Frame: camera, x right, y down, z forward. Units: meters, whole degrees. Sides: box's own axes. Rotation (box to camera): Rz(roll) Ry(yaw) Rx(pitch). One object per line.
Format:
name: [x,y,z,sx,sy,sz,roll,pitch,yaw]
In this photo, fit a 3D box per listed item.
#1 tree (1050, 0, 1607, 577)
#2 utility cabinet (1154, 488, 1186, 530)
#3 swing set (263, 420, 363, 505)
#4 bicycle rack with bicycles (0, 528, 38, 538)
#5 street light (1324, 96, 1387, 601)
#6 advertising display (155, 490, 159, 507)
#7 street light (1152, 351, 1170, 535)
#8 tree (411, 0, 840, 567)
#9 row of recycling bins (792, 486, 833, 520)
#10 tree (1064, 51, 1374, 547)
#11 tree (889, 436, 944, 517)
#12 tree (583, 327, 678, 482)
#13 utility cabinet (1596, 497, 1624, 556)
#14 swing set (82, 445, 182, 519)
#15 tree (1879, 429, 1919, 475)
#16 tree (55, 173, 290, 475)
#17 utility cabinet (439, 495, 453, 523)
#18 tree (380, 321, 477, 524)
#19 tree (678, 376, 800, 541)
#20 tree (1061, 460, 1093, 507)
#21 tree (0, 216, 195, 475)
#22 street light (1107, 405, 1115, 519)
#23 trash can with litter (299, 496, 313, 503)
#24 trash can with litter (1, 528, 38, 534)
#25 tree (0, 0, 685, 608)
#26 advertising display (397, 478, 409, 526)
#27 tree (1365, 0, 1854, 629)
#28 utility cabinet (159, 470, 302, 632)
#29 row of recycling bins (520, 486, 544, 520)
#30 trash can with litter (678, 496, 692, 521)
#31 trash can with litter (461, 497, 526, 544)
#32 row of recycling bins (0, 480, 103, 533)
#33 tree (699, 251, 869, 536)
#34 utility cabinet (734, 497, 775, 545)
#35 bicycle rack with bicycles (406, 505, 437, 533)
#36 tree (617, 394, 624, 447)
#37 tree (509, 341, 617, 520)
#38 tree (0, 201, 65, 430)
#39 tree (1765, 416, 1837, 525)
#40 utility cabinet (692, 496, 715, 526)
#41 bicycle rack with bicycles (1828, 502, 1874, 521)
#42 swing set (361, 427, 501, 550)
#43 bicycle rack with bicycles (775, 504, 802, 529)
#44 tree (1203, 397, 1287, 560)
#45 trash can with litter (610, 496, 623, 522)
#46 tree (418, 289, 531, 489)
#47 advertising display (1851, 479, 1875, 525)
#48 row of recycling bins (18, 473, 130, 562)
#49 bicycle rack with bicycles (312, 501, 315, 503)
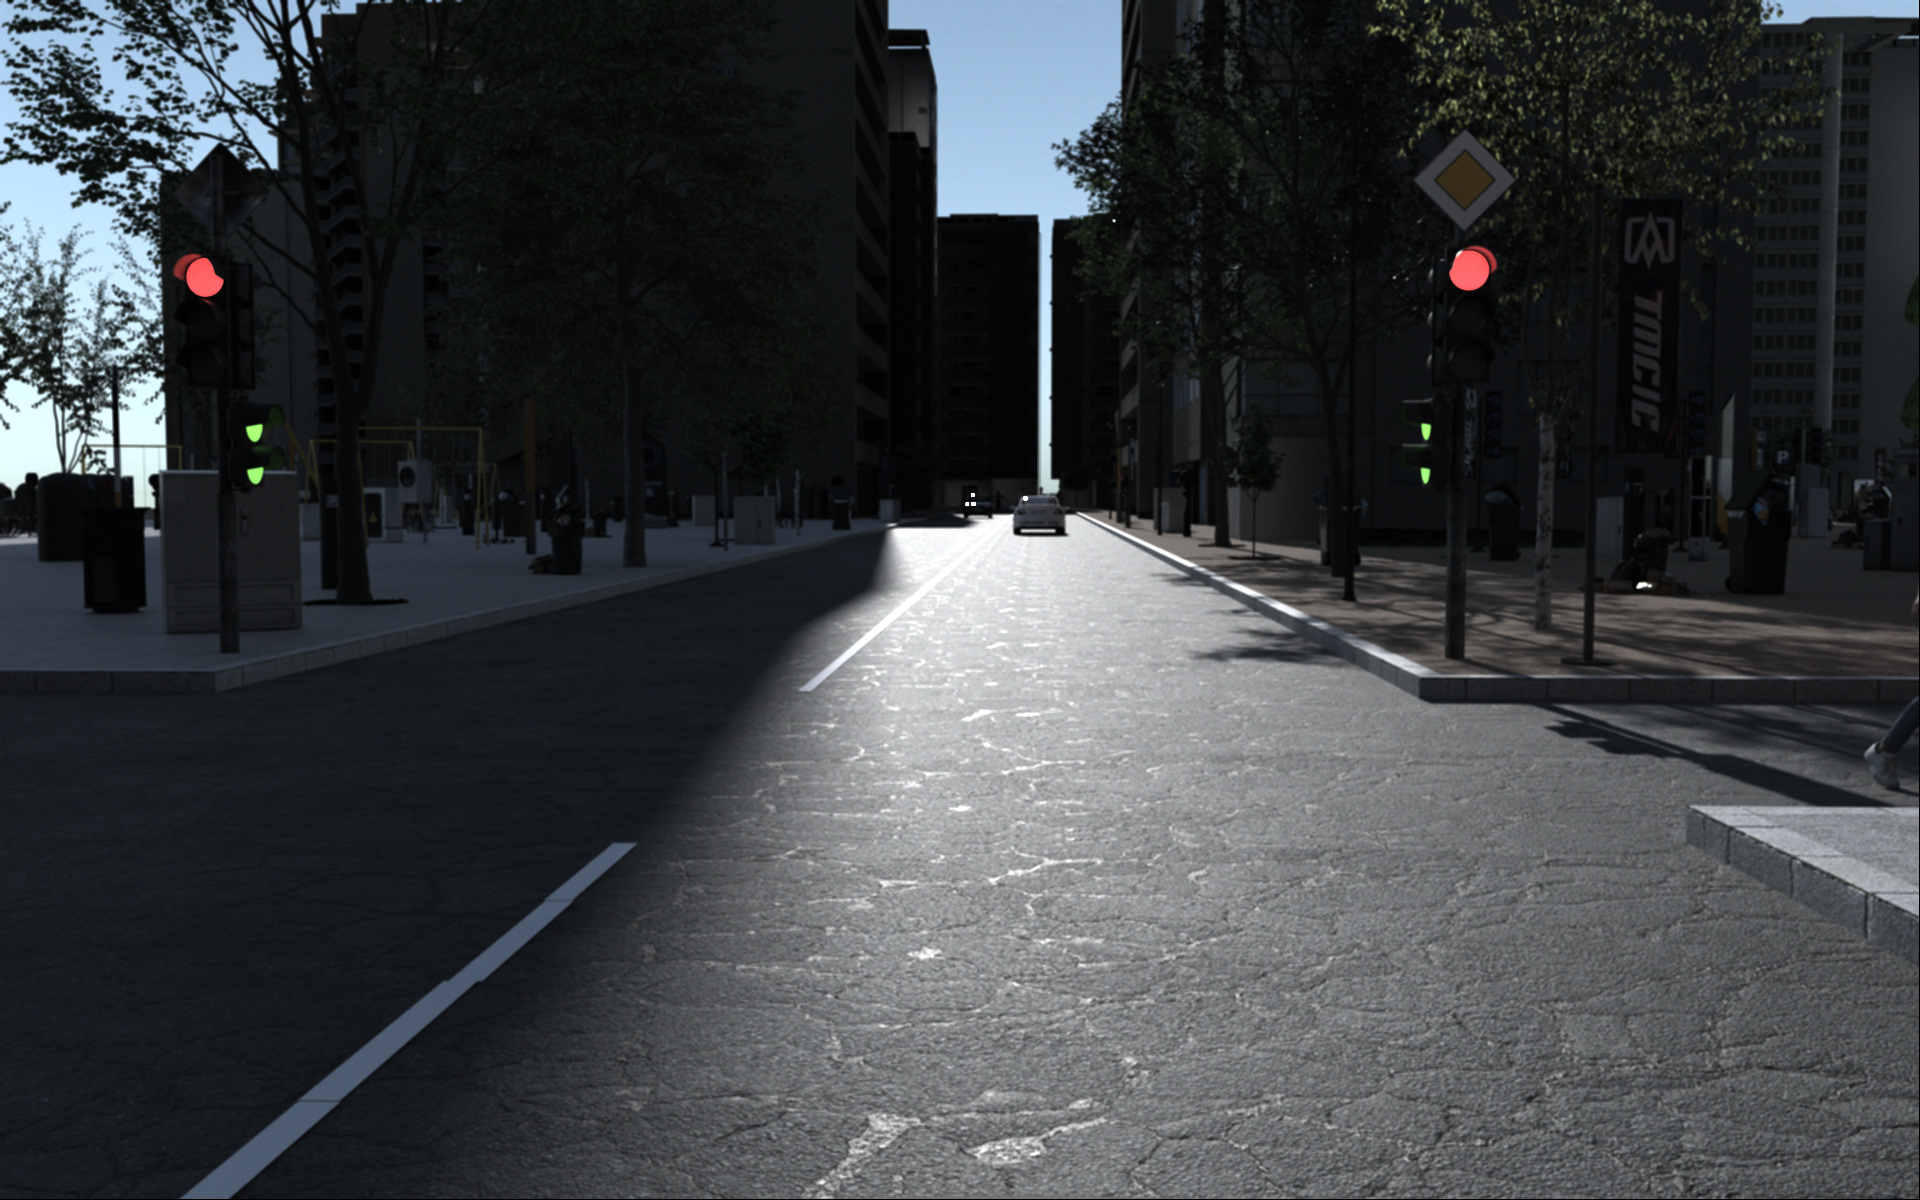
tree: [5.880,-5.662,26.981,8.767,10.594,7.601,-1,4,-10]
utility cabinet: [7.434,-3.206,61.099,1.173,1.500,0.318,-1,4,-12]
swing set: [-13.339,-2.220,33.910,2.862,2.851,3.119,-1,4,-21]
bicycle rack with bicycles: [-28.481,-2.296,50.917,2.852,0.926,2.925,3,4,37]
street light: [4.683,-2.929,20.673,0.468,5.910,1.993,0,4,3]
advertising display: [-35.379,-4.407,77.261,0.974,1.923,0.123,-2,4,-29]
street light: [6.271,-4.979,54.187,0.468,5.910,1.993,0,4,3]
tree: [-6.145,-6.867,30.409,7.486,12.596,7.792,0,3,0]
row of recycling bins: [-7.201,-4.915,87.476,3.534,1.692,1.069,3,5,44]
tree: [6.226,-7.104,41.902,9.928,11.665,9.643,0,3,0]
tree: [-2.623,-6.988,97.968,4.285,4.588,4.351,0,3,0]
tree: [-13.160,-7.351,70.550,4.360,8.622,3.978,0,3,0]
utility cabinet: [13.642,-1.513,35.897,0.306,1.237,1.020,-1,4,-21]
swing set: [-26.566,-3.533,55.378,3.119,2.851,2.862,-2,4,-23]
tree: [27.824,-3.431,50.706,1.663,3.219,1.824,0,3,0]
tree: [-17.355,-5.469,39.784,4.360,8.622,3.978,0,3,0]
utility cabinet: [-22.639,-3.985,76.312,0.306,1.237,1.020,-2,4,-32]
tree: [-22.077,-7.490,72.816,4.737,8.622,4.395,0,3,0]
tree: [-5.960,-3.911,47.655,4.285,4.588,4.351,0,3,0]
tree: [11.176,-11.148,165.984,4.285,4.588,4.351,0,3,0]
tree: [-24.031,-5.898,46.790,4.360,8.622,3.978,0,3,0]
street light: [7.673,-7.057,88.170,0.468,5.910,1.993,0,4,3]
trash can with litter: [-26.285,-3.511,68.467,2.233,1.210,1.678,-3,5,-43]
trash can with litter: [-30.438,-2.744,55.928,2.233,1.210,1.678,0,4,7]
tree: [-7.030,-5.763,19.982,9.928,11.665,9.643,0,3,0]
advertising display: [-22.287,-3.919,69.287,0.123,1.923,0.974,0,4,2]
tree: [5.782,-4.027,16.198,4.360,8.622,3.978,0,3,0]
utility cabinet: [-6.800,-0.458,16.172,1.173,1.500,0.318,-2,4,-31]
row of recycling bins: [-21.431,-4.854,86.470,1.069,1.692,3.534,0,4,7]
trash can with litter: [-12.704,-4.352,82.218,2.233,1.210,1.678,2,4,30]
trash can with litter: [-12.247,-2.097,45.338,1.678,1.210,2.233,-1,4,-14]
row of recycling bins: [-32.883,-3.365,62.123,3.534,1.692,1.069,-1,4,-21]
tree: [-4.956,-6.302,53.405,4.737,8.622,4.395,0,3,0]
utility cabinet: [-5.197,-1.997,43.812,1.020,1.237,0.306,1,4,16]
bicycle rack with bicycles: [-18.664,-2.733,58.069,2.852,0.926,2.925,0,4,5]
tree: [-17.953,-8.188,84.243,4.737,8.622,4.395,0,3,0]
tree: [-18.722,-7.871,79.058,4.737,8.622,4.395,0,3,0]
tree: [-23.685,-5.540,40.940,4.737,8.622,4.395,0,3,0]
tree: [35.195,-5.446,72.756,4.285,4.588,4.351,0,3,0]
utility cabinet: [-10.237,-3.573,69.572,1.020,1.237,0.306,-2,4,-34]
bicycle rack with bicycles: [45.335,-4.442,86.005,2.925,0.926,2.852,0,4,0]
swing set: [-12.557,-2.633,40.672,3.119,2.851,2.862,-1,4,-10]
bicycle rack with bicycles: [-7.176,-3.160,65.043,2.852,0.926,2.925,-1,4,-10]
tree: [5.876,-2.416,34.095,1.663,3.219,1.824,0,3,0]
trash can with litter: [-15.900,-4.197,80.013,0.624,1.170,1.055,-1,4,-17]
tree: [-17.715,-6.878,62.819,4.360,8.622,3.978,0,3,0]
advertising display: [37.979,-4.137,72.850,0.974,1.923,0.123,0,4,-7]
row of recycling bins: [-17.489,-1.678,34.546,1.069,1.692,3.534,-1,4,-9]
bicycle rack with bicycles: [-32.489,-4.617,88.876,2.925,0.926,2.852,-3,5,-41]
